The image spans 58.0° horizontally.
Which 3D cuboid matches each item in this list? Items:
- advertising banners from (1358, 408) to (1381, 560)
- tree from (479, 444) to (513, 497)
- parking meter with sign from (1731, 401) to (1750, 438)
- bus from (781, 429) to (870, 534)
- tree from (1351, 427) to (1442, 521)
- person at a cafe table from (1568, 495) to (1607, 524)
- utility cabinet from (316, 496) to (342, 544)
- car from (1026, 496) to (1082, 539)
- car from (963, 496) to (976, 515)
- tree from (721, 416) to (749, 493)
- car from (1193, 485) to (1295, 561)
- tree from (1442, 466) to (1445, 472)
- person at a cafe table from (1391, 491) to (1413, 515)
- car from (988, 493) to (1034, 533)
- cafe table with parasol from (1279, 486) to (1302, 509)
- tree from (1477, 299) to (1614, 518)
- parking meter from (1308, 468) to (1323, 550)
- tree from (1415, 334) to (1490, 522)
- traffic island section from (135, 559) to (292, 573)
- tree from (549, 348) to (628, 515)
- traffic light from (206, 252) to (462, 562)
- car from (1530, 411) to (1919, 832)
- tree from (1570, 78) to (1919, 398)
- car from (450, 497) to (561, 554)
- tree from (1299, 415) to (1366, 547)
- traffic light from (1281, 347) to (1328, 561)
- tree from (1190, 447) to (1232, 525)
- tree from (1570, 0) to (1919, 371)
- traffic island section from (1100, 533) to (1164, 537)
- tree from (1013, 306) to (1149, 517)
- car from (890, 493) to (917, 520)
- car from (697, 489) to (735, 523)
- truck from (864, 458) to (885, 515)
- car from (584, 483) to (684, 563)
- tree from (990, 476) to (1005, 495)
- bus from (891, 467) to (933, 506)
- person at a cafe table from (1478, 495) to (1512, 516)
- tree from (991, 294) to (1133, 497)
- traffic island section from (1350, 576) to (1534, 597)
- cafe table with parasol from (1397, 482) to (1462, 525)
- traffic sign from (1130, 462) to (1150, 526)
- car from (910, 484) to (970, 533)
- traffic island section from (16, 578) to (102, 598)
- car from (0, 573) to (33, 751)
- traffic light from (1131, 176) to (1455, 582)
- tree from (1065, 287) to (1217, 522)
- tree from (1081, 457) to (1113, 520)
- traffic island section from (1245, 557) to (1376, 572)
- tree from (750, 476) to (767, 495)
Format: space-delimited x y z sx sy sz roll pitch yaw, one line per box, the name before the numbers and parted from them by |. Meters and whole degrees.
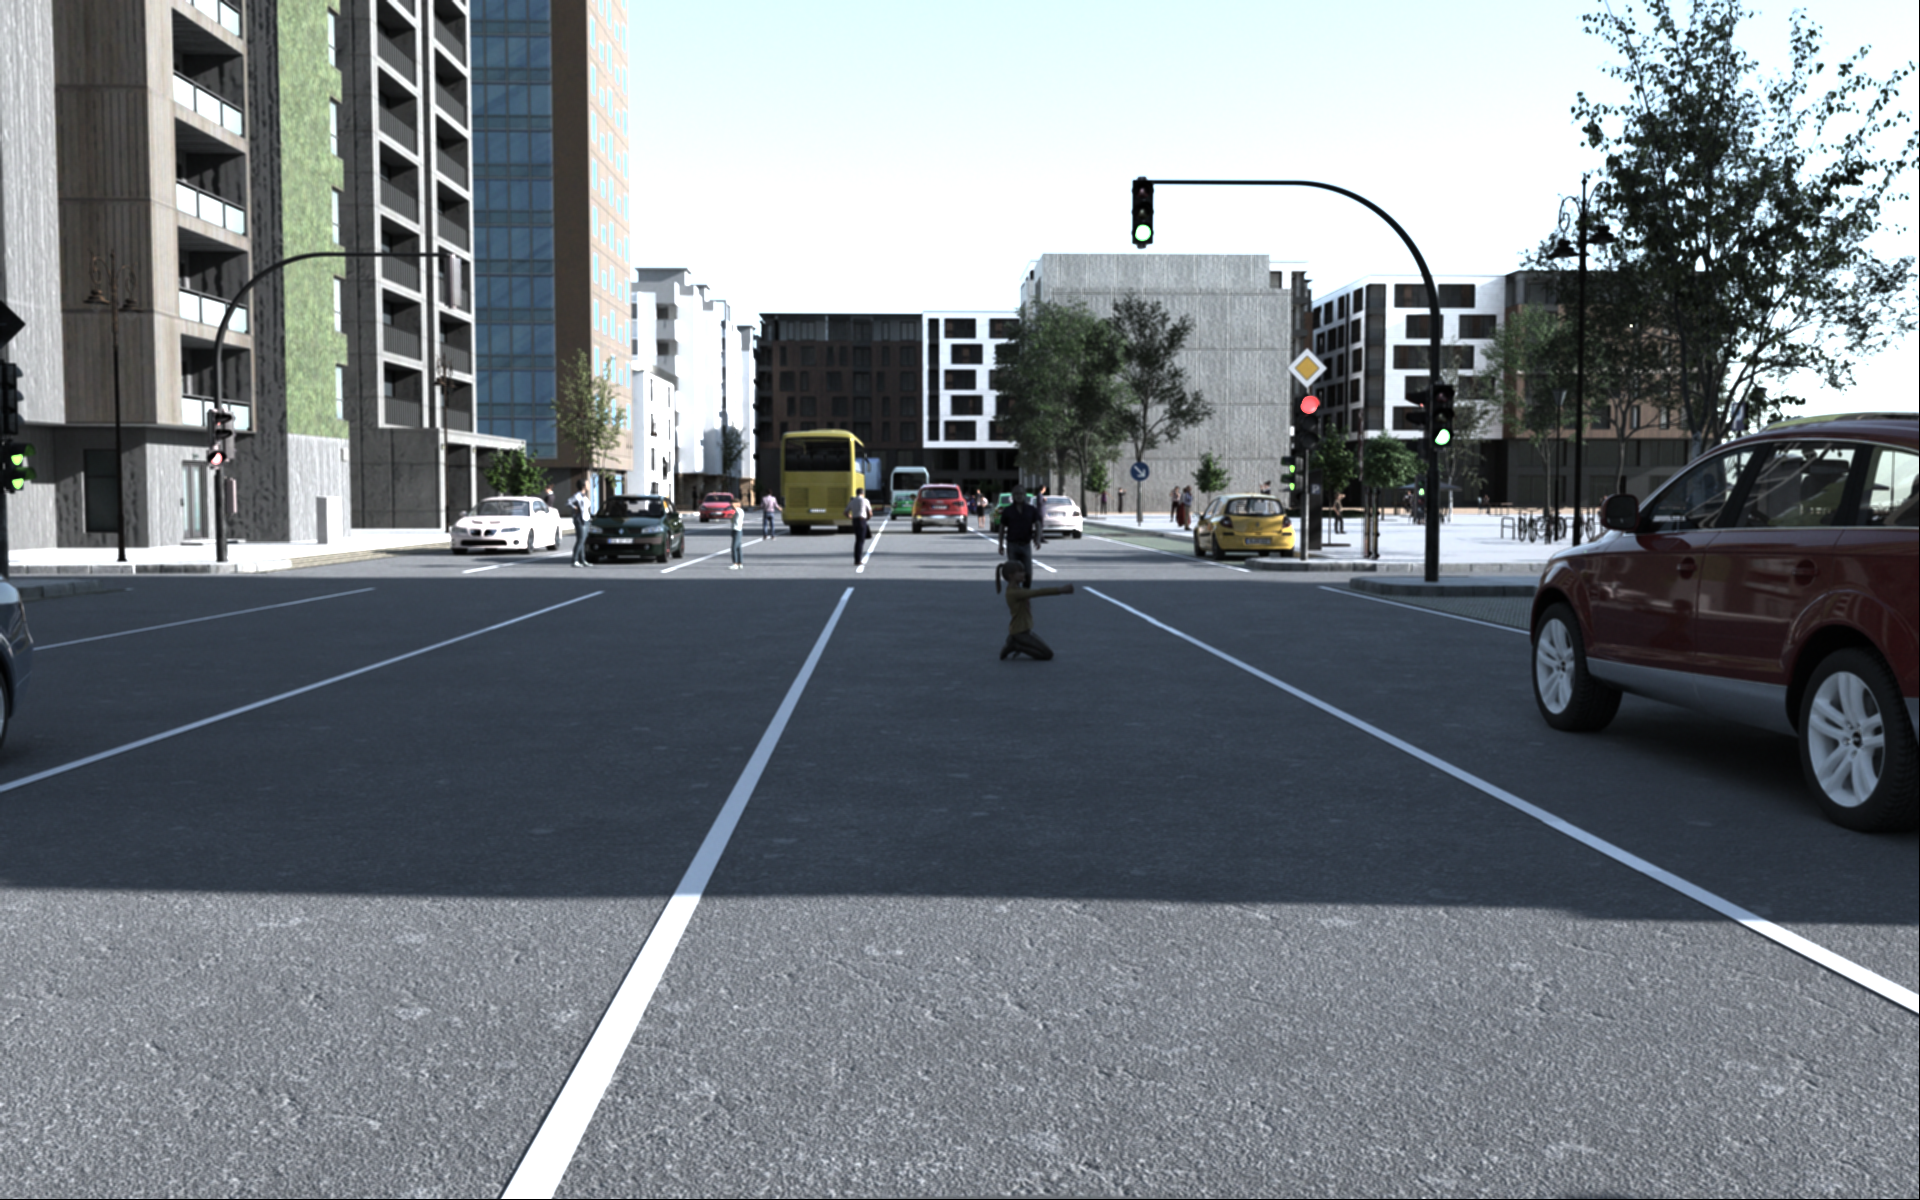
advertising banners | 8.178 -2.356 34.702 0.090 3.025 2.074 0 4 2
tree | -17.630 -4.429 67.023 1.663 3.219 1.824 0 3 0
parking meter with sign | 15.575 -2.237 32.844 1.738 3.016 0.543 0 4 -2
bus | -4.979 -4.490 64.954 2.896 3.916 12.252 0 4 -1
tree | 20.475 -6.141 84.125 4.285 4.588 4.351 0 3 0
person at a cafe table | 27.705 -3.940 75.283 1.726 1.238 1.698 -2 4 -25
utility cabinet | -16.223 -2.044 44.574 0.306 1.237 1.020 0 3 0
car | 2.910 -2.735 57.075 2.083 1.381 4.827 0 4 -3
car | 0.212 -6.547 119.626 1.945 1.354 3.894 0 4 -2
tree | -21.948 -12.985 162.669 4.737 8.622 4.395 0 3 0
car | 6.256 -1.728 38.472 2.015 1.641 3.980 0 4 -1
tree | 25.586 -6.953 97.394 4.285 4.588 4.351 0 3 0
person at a cafe table | 28.089 -6.130 108.747 1.698 1.524 1.622 2 4 26
car | 2.072 -3.452 65.237 1.959 1.807 4.718 0 4 -2
cafe table with parasol | 20.685 -6.221 106.572 2.610 1.966 2.610 -2 4 -31
tree | 31.552 -10.249 93.332 9.928 11.665 9.643 0 3 0
parking meter | 8.048 -2.069 39.547 0.399 1.863 0.255 -1 4 -12
tree | 22.566 -7.872 79.062 4.360 8.622 3.978 0 3 0
traffic island section | -13.964 -0.639 32.734 2.009 0.180 2.903 0 4 -2
tree | -18.452 -8.359 87.025 4.737 8.622 4.395 0 3 0
traffic light | -11.836 -3.550 32.708 4.771 5.953 1.251 0 4 -2
car | 4.694 -0.015 8.918 2.281 1.827 5.304 0 4 -3
tree | 16.816 -6.336 37.999 8.767 10.594 7.601 0 4 7
car | -11.120 -1.851 42.633 2.083 1.381 4.827 0 4 0
tree | 9.119 -2.944 42.742 1.663 3.219 1.824 0 3 0
traffic light | 6.625 -2.716 33.323 0.839 4.253 0.868 0 4 -2
tree | 10.173 -4.652 70.660 1.663 3.219 1.824 0 3 0
tree | 9.281 -4.337 21.280 4.360 8.622 3.978 0 3 0
traffic island section | 5.791 -2.195 58.749 1.991 0.108 1.994 0 4 -2
tree | 6.789 -10.380 95.462 9.928 11.665 9.643 0 3 0
car | -2.925 -5.333 95.985 1.959 1.807 4.718 0 4 -2
car | -12.263 -4.848 88.309 2.155 1.783 4.494 0 4 -4
truck | -6.733 -8.157 123.122 2.967 4.110 18.799 0 4 -3
car | -6.977 -1.680 37.249 2.009 1.686 4.222 0 4 -2
tree | 3.706 -11.503 182.677 1.663 3.219 1.824 0 3 0
bus | -3.475 -7.900 124.025 2.948 3.499 13.247 0 4 -1
person at a cafe table | 31.615 -5.622 102.776 1.726 1.238 1.698 3 5 39
tree | 6.639 -12.470 110.532 9.857 13.997 8.962 0 3 0
traffic island section | 6.941 -0.194 25.458 2.009 0.180 2.903 0 4 -2
cafe table with parasol | 19.724 -4.157 72.828 2.610 1.966 2.610 2 4 34
traffic sign | 7.117 -4.191 68.625 0.768 2.556 0.104 0 4 1
car | -0.750 -3.423 64.642 2.281 1.827 5.304 0 4 0
traffic island section | -13.689 -0.151 24.754 2.009 0.180 2.903 0 4 -2
car | -5.802 0.271 7.566 2.014 1.417 4.499 0 4 -3
traffic light | 4.813 -3.086 25.130 4.771 5.953 1.251 0 4 -2
tree | 7.978 -8.848 79.081 7.601 10.594 8.767 -3 4 -37
tree | 7.029 -5.698 87.768 1.663 3.219 1.824 0 3 0
traffic island section | 6.665 -0.682 33.439 2.009 0.180 2.903 0 4 -2
tree | -21.278 -11.431 181.497 1.663 3.219 1.824 0 3 0
